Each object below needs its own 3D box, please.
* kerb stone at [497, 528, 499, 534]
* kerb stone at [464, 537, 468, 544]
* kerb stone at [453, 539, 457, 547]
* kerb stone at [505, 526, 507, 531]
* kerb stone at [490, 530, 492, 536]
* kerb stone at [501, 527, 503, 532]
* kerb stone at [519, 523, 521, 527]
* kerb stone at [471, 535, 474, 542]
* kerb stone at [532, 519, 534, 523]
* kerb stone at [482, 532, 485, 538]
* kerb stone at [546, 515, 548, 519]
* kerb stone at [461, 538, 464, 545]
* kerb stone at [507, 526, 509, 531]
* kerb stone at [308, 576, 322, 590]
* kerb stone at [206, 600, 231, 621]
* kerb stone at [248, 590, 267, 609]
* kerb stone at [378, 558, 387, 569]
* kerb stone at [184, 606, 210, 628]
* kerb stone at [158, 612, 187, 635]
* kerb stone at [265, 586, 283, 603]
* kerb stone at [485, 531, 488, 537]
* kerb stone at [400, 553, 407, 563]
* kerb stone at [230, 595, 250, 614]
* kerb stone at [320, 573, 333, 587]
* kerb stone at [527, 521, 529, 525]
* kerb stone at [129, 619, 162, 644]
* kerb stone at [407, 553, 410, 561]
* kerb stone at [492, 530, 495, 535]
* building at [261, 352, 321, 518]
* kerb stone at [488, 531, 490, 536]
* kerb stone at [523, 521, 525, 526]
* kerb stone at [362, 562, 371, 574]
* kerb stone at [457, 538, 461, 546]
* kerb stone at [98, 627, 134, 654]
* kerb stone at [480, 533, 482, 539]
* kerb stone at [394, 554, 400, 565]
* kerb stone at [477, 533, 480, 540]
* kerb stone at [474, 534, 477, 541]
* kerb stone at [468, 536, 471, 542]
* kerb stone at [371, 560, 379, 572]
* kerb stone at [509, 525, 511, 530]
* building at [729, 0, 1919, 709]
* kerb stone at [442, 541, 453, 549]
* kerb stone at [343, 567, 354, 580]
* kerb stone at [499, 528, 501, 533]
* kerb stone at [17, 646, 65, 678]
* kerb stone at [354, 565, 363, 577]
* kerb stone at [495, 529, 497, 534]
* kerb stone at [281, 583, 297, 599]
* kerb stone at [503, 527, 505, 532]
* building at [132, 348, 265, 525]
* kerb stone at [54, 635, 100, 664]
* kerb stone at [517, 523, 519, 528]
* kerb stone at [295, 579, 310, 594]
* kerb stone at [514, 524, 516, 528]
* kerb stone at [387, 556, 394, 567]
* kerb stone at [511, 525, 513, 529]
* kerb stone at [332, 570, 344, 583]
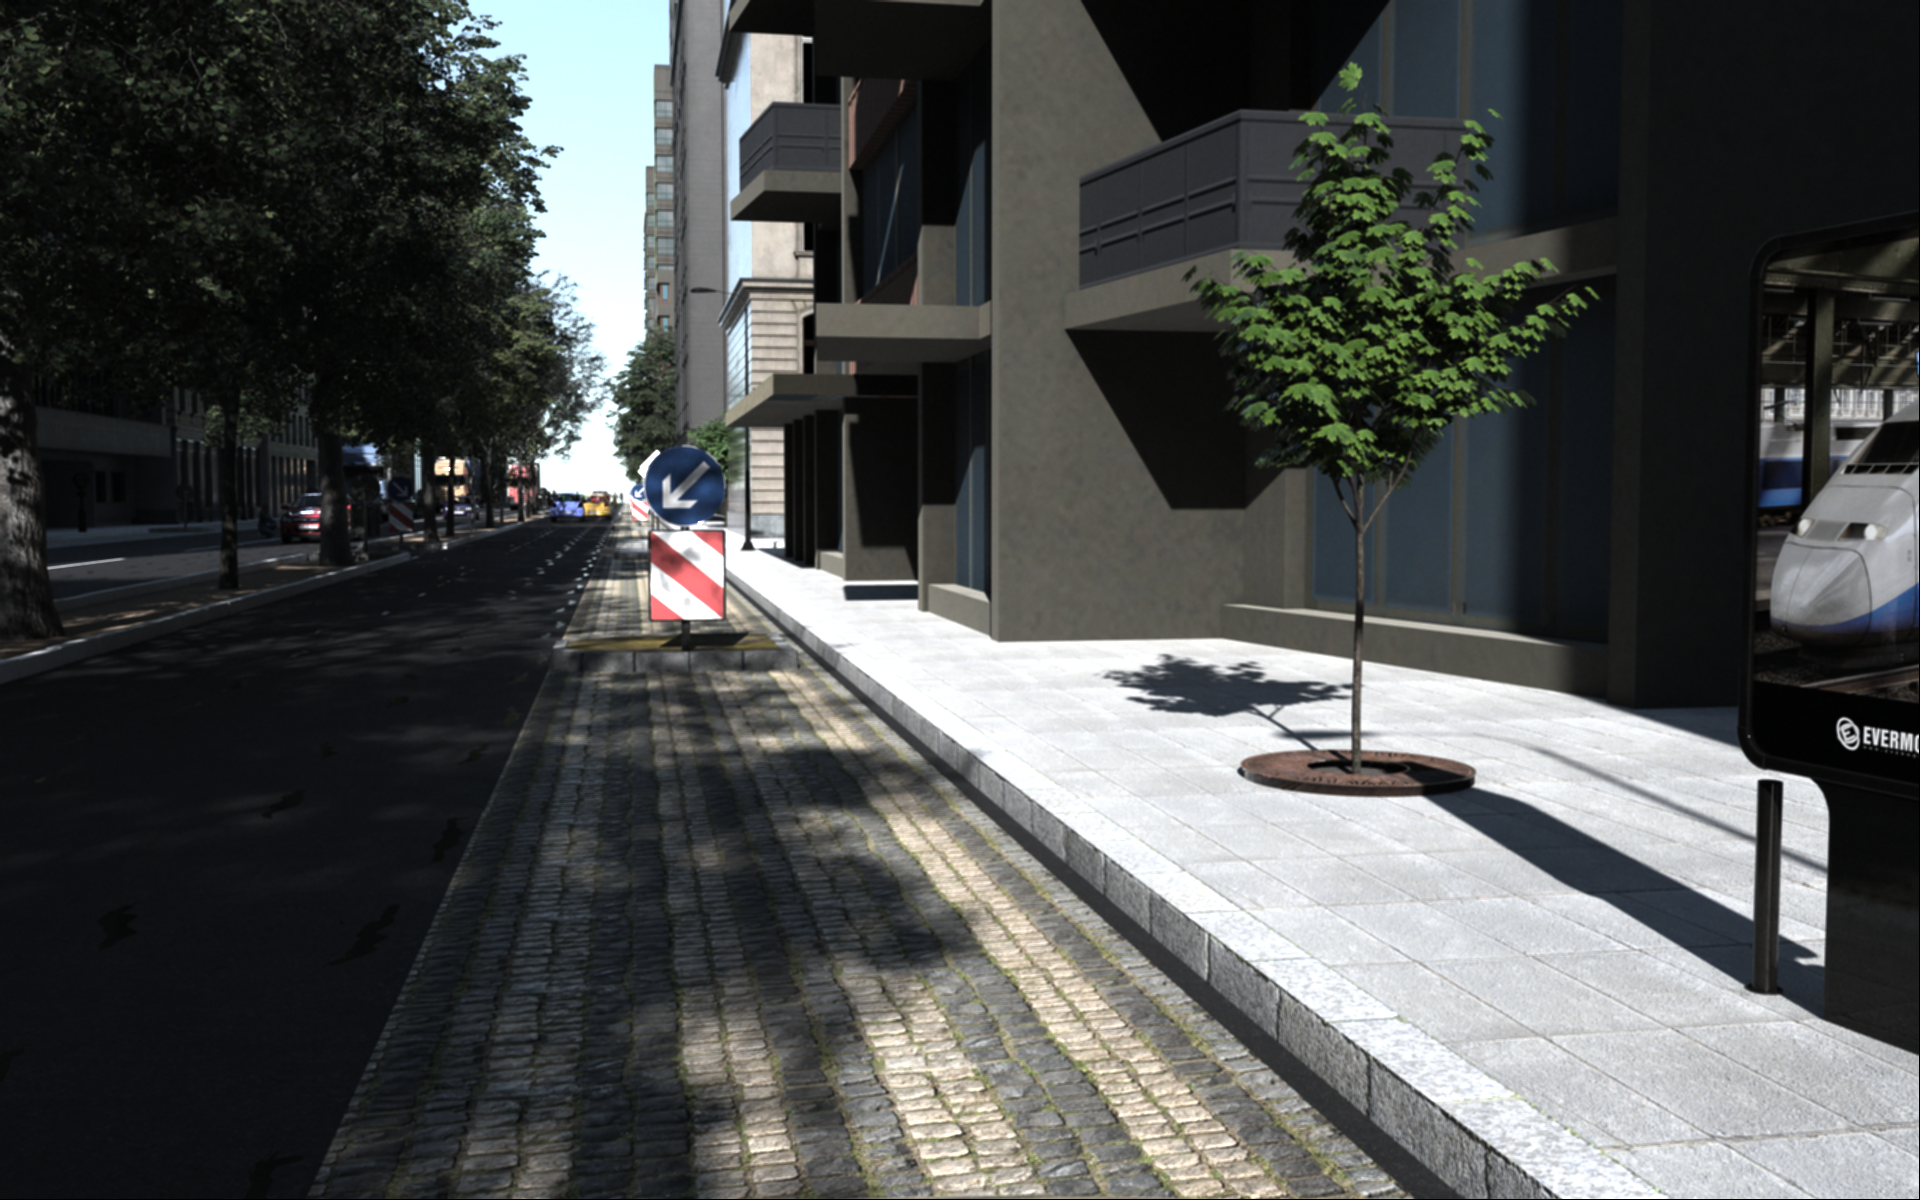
[{"bbox_3d":[-16.628,-2.419,61.794,0.120,0.150,1.000,-1,4,-11],"label":"kerb stone"},{"bbox_3d":[-14.312,-1.681,49.703,0.120,0.150,1.000,-1,4,-11],"label":"kerb stone"},{"bbox_3d":[-13.732,-1.496,46.679,0.120,0.150,1.000,-1,4,-11],"label":"kerb stone"},{"bbox_3d":[-17.404,-2.665,65.834,0.120,0.150,1.000,-1,4,-11],"label":"kerb stone"},{"bbox_3d":[-16.051,-2.237,58.765,0.120,0.150,1.000,-1,4,-11],"label":"kerb stone"},{"bbox_3d":[-17.023,-2.543,63.822,0.120,0.150,1.000,-1,4,-11],"label":"kerb stone"},{"bbox_3d":[-18.945,-3.160,73.881,0.120,0.150,1.000,-1,4,-11],"label":"kerb stone"},{"bbox_3d":[-14.699,-1.802,51.710,0.120,0.150,1.000,-1,4,-11],"label":"kerb stone"},{"bbox_3d":[-20.877,-3.771,83.951,0.120,0.150,1.000,-1,4,-11],"label":"kerb stone"},{"bbox_3d":[-15.475,-2.048,55.737,0.120,0.150,1.000,-1,4,-11],"label":"kerb stone"},{"bbox_3d":[-23.580,-4.640,98.057,0.120,0.150,1.000,-1,4,-11],"label":"kerb stone"},{"bbox_3d":[-14.122,-1.621,48.698,0.120,0.150,1.000,-1,4,-11],"label":"kerb stone"},{"bbox_3d":[-17.598,-2.731,66.840,0.120,0.150,1.000,-1,4,-11],"label":"kerb stone"},{"bbox_3d":[-9.776,-0.234,26.025,0.120,0.150,1.000,-1,4,-11],"label":"kerb stone"},{"bbox_3d":[-8.624,0.135,19.993,0.120,0.150,1.000,-1,4,-11],"label":"kerb stone"},{"bbox_3d":[-9.007,0.012,22.007,0.120,0.150,1.000,-1,4,-11],"label":"kerb stone"},{"bbox_3d":[-11.130,-0.666,33.081,0.120,0.150,1.000,-1,4,-11],"label":"kerb stone"},{"bbox_3d":[-8.428,0.197,18.976,0.120,0.150,1.000,-1,4,-11],"label":"kerb stone"},{"bbox_3d":[-8.234,0.261,17.968,0.120,0.150,1.000,-1,4,-11],"label":"kerb stone"},{"bbox_3d":[-9.196,-0.050,23.012,0.120,0.150,1.000,-1,4,-11],"label":"kerb stone"},{"bbox_3d":[-15.664,-2.113,56.745,0.120,0.150,1.000,-1,4,-11],"label":"kerb stone"},{"bbox_3d":[-11.707,-0.850,36.097,0.120,0.150,1.000,-1,4,-11],"label":"kerb stone"},{"bbox_3d":[-8.808,0.073,21.004,0.120,0.150,1.000,-1,4,-11],"label":"kerb stone"},{"bbox_3d":[-9.978,-0.296,27.034,0.120,0.150,1.000,-1,4,-11],"label":"kerb stone"},{"bbox_3d":[-20.112,-3.526,79.919,0.120,0.150,1.000,-1,4,-11],"label":"kerb stone"},{"bbox_3d":[-8.037,0.325,16.965,0.120,0.150,1.000,-1,4,-11],"label":"kerb stone"},{"bbox_3d":[-11.905,-0.912,37.100,0.120,0.150,1.000,-1,4,-11],"label":"kerb stone"},{"bbox_3d":[-16.246,-2.296,59.775,0.120,0.150,1.000,-1,4,-11],"label":"kerb stone"},{"bbox_3d":[-42.946,-14.858,97.681,10.420,20.320,16.860,-1,4,-11],"label":"building"},{"bbox_3d":[-15.865,-2.175,57.754,0.120,0.150,1.000,-1,4,-11],"label":"kerb stone"},{"bbox_3d":[-19.526,-3.346,76.907,0.120,0.150,1.000,-1,4,-11],"label":"kerb stone"},{"bbox_3d":[-10.743,-0.542,31.061,0.120,0.150,1.000,-1,4,-11],"label":"kerb stone"},{"bbox_3d":[-13.923,-1.557,47.689,0.120,0.150,1.000,-1,4,-11],"label":"kerb stone"},{"bbox_3d":[-7.845,0.382,15.960,0.120,0.150,1.000,-1,4,-11],"label":"kerb stone"},{"bbox_3d":[-15.280,-1.986,54.734,0.120,0.150,1.000,-1,4,-11],"label":"kerb stone"},{"bbox_3d":[-11.519,-0.789,35.093,0.120,0.150,1.000,-1,4,-11],"label":"kerb stone"},{"bbox_3d":[-15.084,-1.928,53.725,0.120,0.150,1.000,-1,4,-11],"label":"kerb stone"},{"bbox_3d":[-14.891,-1.863,52.715,0.120,0.150,1.000,-1,4,-11],"label":"kerb stone"},{"bbox_3d":[-14.507,-1.744,50.706,0.120,0.150,1.000,-1,4,-11],"label":"kerb stone"},{"bbox_3d":[-10.935,-0.596,32.078,0.120,0.150,1.000,-1,4,-11],"label":"kerb stone"},{"bbox_3d":[-17.792,-2.792,67.843,0.120,0.150,1.000,-1,4,-11],"label":"kerb stone"},{"bbox_3d":[8.216,-22.567,23.593,22.147,44.769,28.867,-1,4,-11],"label":"building"},{"bbox_3d":[-13.547,-1.436,45.674,0.120,0.150,1.000,-1,4,-11],"label":"kerb stone"},{"bbox_3d":[-10.354,-0.419,29.054,0.120,0.150,1.000,-1,4,-11],"label":"kerb stone"},{"bbox_3d":[-16.828,-2.479,62.810,0.120,0.150,1.000,-1,4,-11],"label":"kerb stone"},{"bbox_3d":[-7.460,0.511,13.952,0.120,0.150,1.000,-1,4,-11],"label":"kerb stone"},{"bbox_3d":[-10.549,-0.481,30.057,0.120,0.150,1.000,-1,4,-11],"label":"kerb stone"},{"bbox_3d":[-16.439,-2.359,60.788,0.120,0.150,1.000,-1,4,-11],"label":"kerb stone"},{"bbox_3d":[-9.392,-0.110,24.016,0.120,0.150,1.000,-1,4,-11],"label":"kerb stone"},{"bbox_3d":[-17.214,-2.608,64.829,0.120,0.150,1.000,-1,4,-11],"label":"kerb stone"},{"bbox_3d":[-39.314,-14.150,80.505,9.793,20.994,18.267,-1,4,-11],"label":"building"},{"bbox_3d":[-7.662,0.443,14.954,0.120,0.150,1.000,-1,4,-11],"label":"kerb stone"},{"bbox_3d":[-18.756,-3.099,72.867,0.120,0.150,1.000,-1,4,-11],"label":"kerb stone"},{"bbox_3d":[-9.581,-0.167,25.020,0.120,0.150,1.000,-1,4,-11],"label":"kerb stone"},{"bbox_3d":[-18.373,-2.976,70.859,0.120,0.150,1.000,-1,4,-11],"label":"kerb stone"},{"bbox_3d":[-11.321,-0.727,34.090,0.120,0.150,1.000,-1,4,-11],"label":"kerb stone"},{"bbox_3d":[-17.981,-2.854,68.853,0.120,0.150,1.000,-1,4,-11],"label":"kerb stone"},{"bbox_3d":[-10.166,-0.355,28.049,0.120,0.150,1.000,-1,4,-11],"label":"kerb stone"}]
